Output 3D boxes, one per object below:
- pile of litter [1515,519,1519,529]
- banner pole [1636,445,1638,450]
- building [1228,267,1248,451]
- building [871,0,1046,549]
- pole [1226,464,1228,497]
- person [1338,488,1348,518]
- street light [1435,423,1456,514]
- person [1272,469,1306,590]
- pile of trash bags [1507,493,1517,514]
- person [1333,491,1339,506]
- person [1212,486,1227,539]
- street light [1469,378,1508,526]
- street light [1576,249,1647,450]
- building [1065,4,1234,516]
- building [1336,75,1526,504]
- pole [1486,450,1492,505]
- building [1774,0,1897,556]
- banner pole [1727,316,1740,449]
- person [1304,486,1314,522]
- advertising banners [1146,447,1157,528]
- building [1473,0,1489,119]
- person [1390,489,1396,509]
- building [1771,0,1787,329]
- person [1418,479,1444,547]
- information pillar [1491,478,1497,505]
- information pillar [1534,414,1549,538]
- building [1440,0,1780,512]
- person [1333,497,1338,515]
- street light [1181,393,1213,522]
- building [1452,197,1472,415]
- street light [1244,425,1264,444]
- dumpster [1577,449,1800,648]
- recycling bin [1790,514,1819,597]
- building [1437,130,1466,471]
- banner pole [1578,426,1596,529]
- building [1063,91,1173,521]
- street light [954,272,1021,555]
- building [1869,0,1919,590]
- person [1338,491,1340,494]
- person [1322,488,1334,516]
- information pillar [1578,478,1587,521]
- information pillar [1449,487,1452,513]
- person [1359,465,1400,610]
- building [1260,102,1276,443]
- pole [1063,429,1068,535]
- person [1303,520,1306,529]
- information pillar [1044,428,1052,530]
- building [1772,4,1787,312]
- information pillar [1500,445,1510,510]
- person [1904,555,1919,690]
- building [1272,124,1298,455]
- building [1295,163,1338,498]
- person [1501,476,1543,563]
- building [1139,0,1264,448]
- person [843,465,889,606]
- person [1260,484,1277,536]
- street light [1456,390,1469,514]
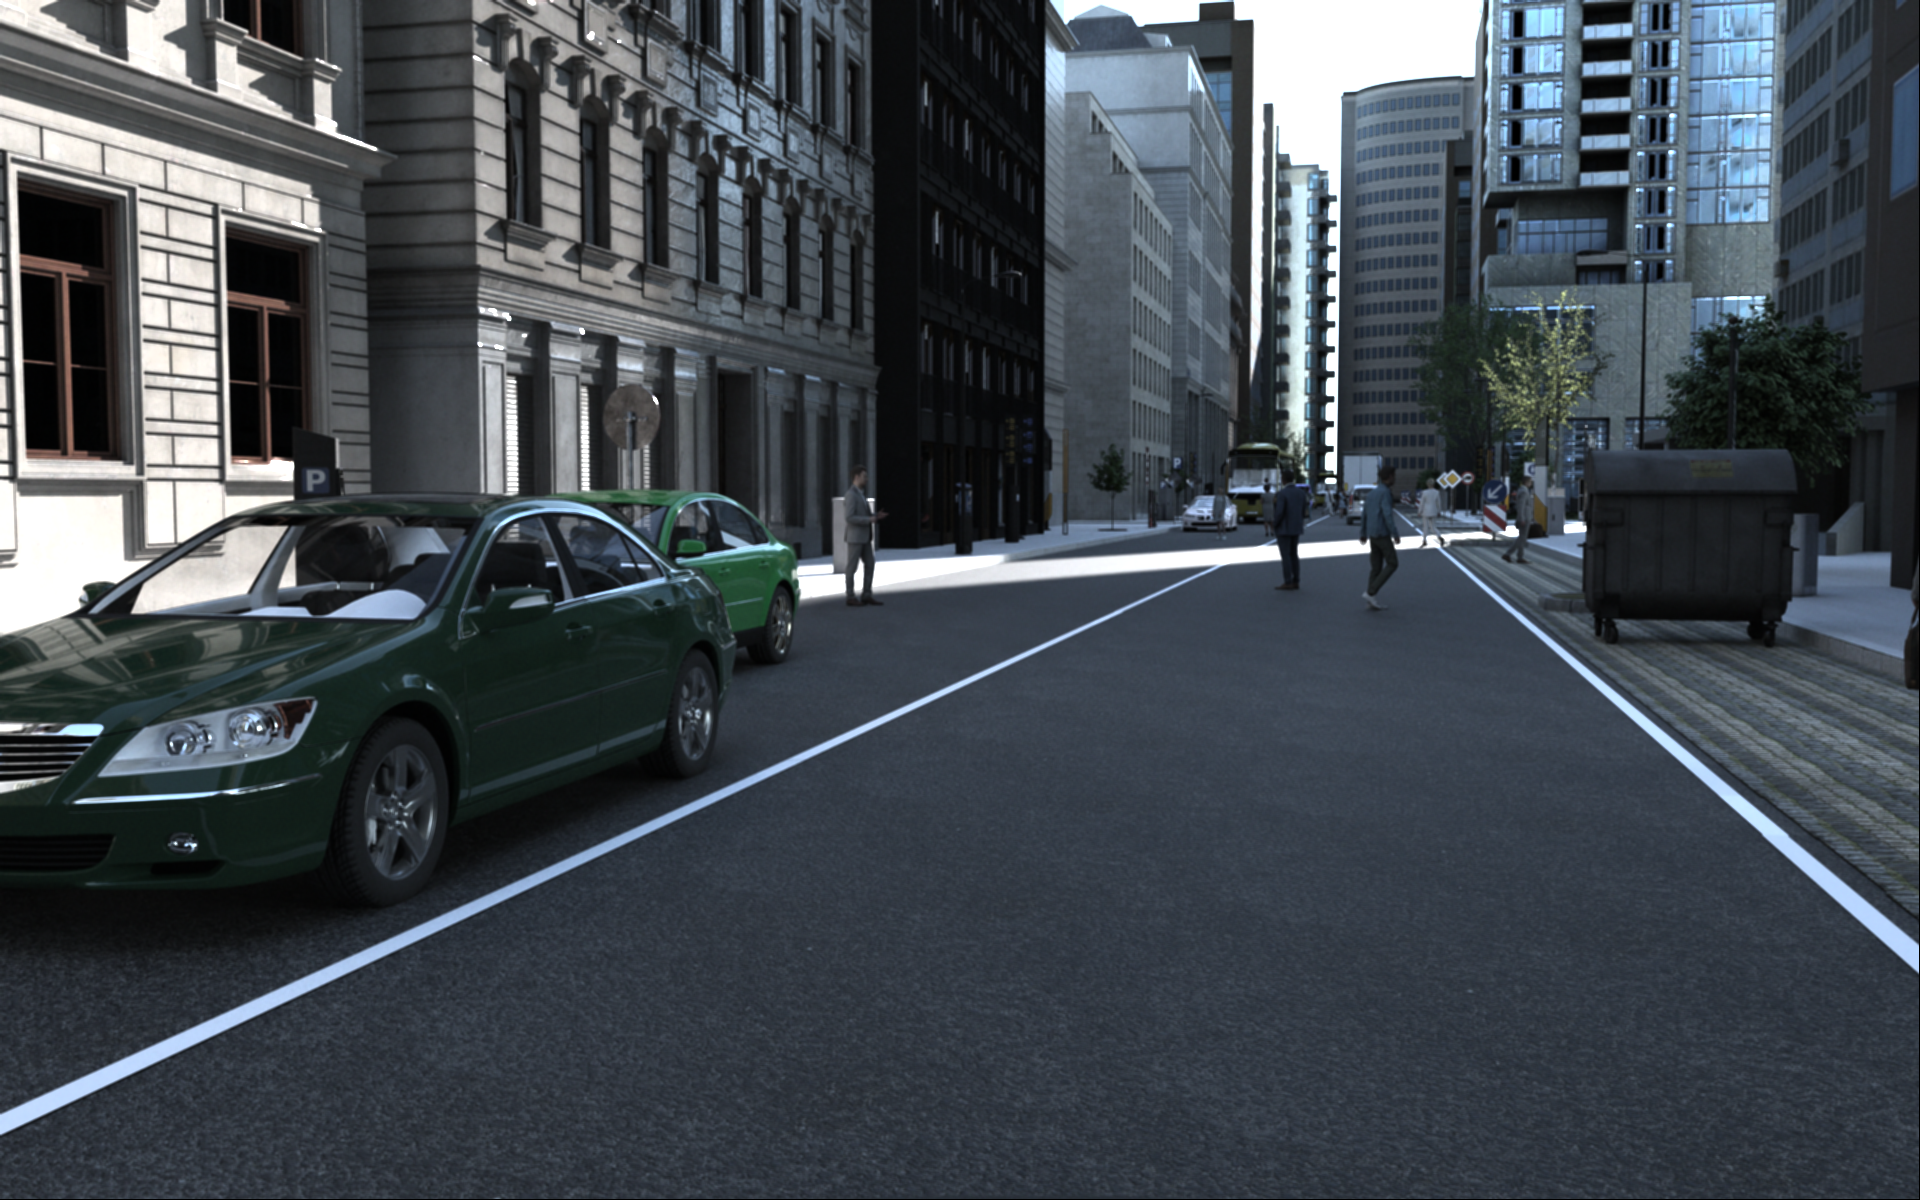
[{"bbox_3d":[20.885,-3.014,63.251,1.719,0.858,1.176,-3,5,-43],"label":"pile of litter"},{"bbox_3d":[30.415,-5.323,77.054,0.401,3.779,0.863,-3,5,-39],"label":"banner pole"},{"bbox_3d":[15.758,-18.295,140.929,13.314,21.916,24.055,1,4,13],"label":"building"},{"bbox_3d":[-5.118,-13.403,48.825,12.332,23.373,15.834,1,4,13],"label":"building"},{"bbox_3d":[18.396,-7.673,119.302,0.158,3.312,0.155,0,3,0],"label":"pole"},{"bbox_3d":[22.844,-5.793,103.312,0.616,1.811,0.778,1,4,17],"label":"person"},{"bbox_3d":[31.932,-8.640,113.802,1.470,5.913,1.316,1,4,13],"label":"street light"},{"bbox_3d":[4.946,-1.058,25.973,0.721,1.800,0.419,-3,5,-43],"label":"person"},{"bbox_3d":[33.965,-5.839,105.227,1.912,1.369,3.447,0,4,4],"label":"pile of trash bags"},{"bbox_3d":[37.620,-10.011,172.900,1.217,1.735,0.721,-2,4,-28],"label":"person"},{"bbox_3d":[8.257,-2.780,54.955,0.512,1.701,0.522,2,4,31],"label":"person"},{"bbox_3d":[21.281,-5.931,69.516,1.470,5.913,1.316,1,4,13],"label":"street light"},{"bbox_3d":[12.380,-3.690,32.881,1.470,5.913,1.316,1,4,13],"label":"street light"},{"bbox_3d":[11.109,-20.567,113.755,11.434,29.767,29.804,1,4,13],"label":"building"},{"bbox_3d":[67.156,-42.780,241.457,28.212,58.520,21.231,1,4,13],"label":"building"},{"bbox_3d":[24.367,-5.254,79.743,0.158,3.312,0.155,0,3,0],"label":"pole"},{"bbox_3d":[33.693,-21.269,39.622,32.217,40.220,23.993,1,4,13],"label":"building"},{"bbox_3d":[10.981,-2.117,24.630,0.401,3.779,0.863,2,4,32],"label":"banner pole"},{"bbox_3d":[17.585,-4.854,87.842,0.713,1.824,0.794,-1,4,-21],"label":"person"},{"bbox_3d":[7.200,-4.227,65.304,0.090,3.025,2.074,1,4,18],"label":"advertising banners"},{"bbox_3d":[53.044,-30.833,154.234,14.600,45.320,14.200,1,4,13],"label":"building"},{"bbox_3d":[31.875,-7.324,128.234,0.794,1.824,0.713,-2,4,-24],"label":"person"},{"bbox_3d":[88.608,-46.805,203.509,20.611,71.187,20.563,1,4,13],"label":"building"},{"bbox_3d":[12.604,-2.318,46.285,0.514,1.842,0.818,-2,4,-29],"label":"person"},{"bbox_3d":[24.618,-4.623,80.081,0.304,2.012,0.304,-1,4,-10],"label":"information pillar"},{"bbox_3d":[17.201,-3.661,51.218,0.183,3.616,0.504,-2,4,-24],"label":"information pillar"},{"bbox_3d":[49.076,-50.030,130.657,22.319,86.520,31.000,1,4,13],"label":"building"},{"bbox_3d":[25.818,-6.484,119.190,0.332,1.250,0.352,-1,4,-14],"label":"person"},{"bbox_3d":[10.989,-6.577,80.075,1.470,5.913,1.316,1,4,13],"label":"street light"},{"bbox_3d":[55.347,-24.311,169.189,14.160,30.474,14.107,1,4,13],"label":"building"},{"bbox_3d":[19.759,-8.833,116.955,1.470,5.913,1.316,1,4,13],"label":"street light"},{"bbox_3d":[6.980,-0.519,16.708,1.865,1.857,1.264,1,4,15],"label":"dumpster"},{"bbox_3d":[10.434,-0.578,22.012,0.722,1.027,0.722,3,5,40],"label":"recycling bin"},{"bbox_3d":[66.248,-34.397,212.503,14.600,45.320,14.200,1,4,13],"label":"building"},{"bbox_3d":[23.284,-4.535,64.166,0.863,3.779,0.401,-2,4,-34],"label":"banner pole"},{"bbox_3d":[5.032,-14.481,91.521,10.420,20.320,16.860,1,4,13],"label":"building"},{"bbox_3d":[0.592,-3.907,36.422,1.470,5.913,1.316,1,4,13],"label":"street light"},{"bbox_3d":[17.721,-22.295,14.632,14.600,45.320,14.200,1,4,13],"label":"building"},{"bbox_3d":[38.260,-10.101,174.469,0.721,1.723,1.217,0,4,-6],"label":"person"},{"bbox_3d":[24.161,-6.441,113.695,0.514,1.842,0.818,-3,5,-43],"label":"person"},{"bbox_3d":[29.186,-4.692,81.202,0.304,2.012,0.304,2,4,27],"label":"information pillar"},{"bbox_3d":[34.075,-7.056,119.856,0.304,2.012,0.304,0,4,2],"label":"information pillar"},{"bbox_3d":[5.166,-0.767,21.391,0.444,1.785,0.601,0,4,-7],"label":"person"},{"bbox_3d":[24.669,-30.196,177.305,14.154,41.232,14.086,1,4,13],"label":"building"},{"bbox_3d":[3.321,-3.710,54.504,0.158,3.312,0.155,0,3,0],"label":"pole"},{"bbox_3d":[13.787,-3.676,70.405,0.589,1.601,0.330,0,4,-5],"label":"person"},{"bbox_3d":[3.090,-4.268,61.139,0.183,3.616,0.504,-2,4,-24],"label":"information pillar"},{"bbox_3d":[56.081,-28.372,83.493,30.456,49.044,23.786,1,4,13],"label":"building"},{"bbox_3d":[26.079,-5.600,82.907,0.504,3.616,0.183,-2,4,-28],"label":"information pillar"},{"bbox_3d":[4.884,0.027,8.185,0.709,1.813,0.853,1,4,20],"label":"person"},{"bbox_3d":[25.583,-36.514,216.612,30.456,49.044,23.786,1,4,13],"label":"building"},{"bbox_3d":[38.815,-38.569,250.215,30.456,49.044,23.786,1,4,13],"label":"building"},{"bbox_3d":[11.619,-1.654,35.669,0.853,1.813,0.709,0,4,8],"label":"person"},{"bbox_3d":[20.962,-31.374,163.079,14.600,45.320,14.200,1,4,13],"label":"building"},{"bbox_3d":[-1.219,-0.825,22.194,0.583,1.804,0.606,1,4,10],"label":"person"},{"bbox_3d":[10.568,-3.066,58.988,0.716,1.782,0.532,0,4,3],"label":"person"},{"bbox_3d":[23.112,-6.410,77.338,1.470,5.913,1.316,1,4,13],"label":"street light"}]
